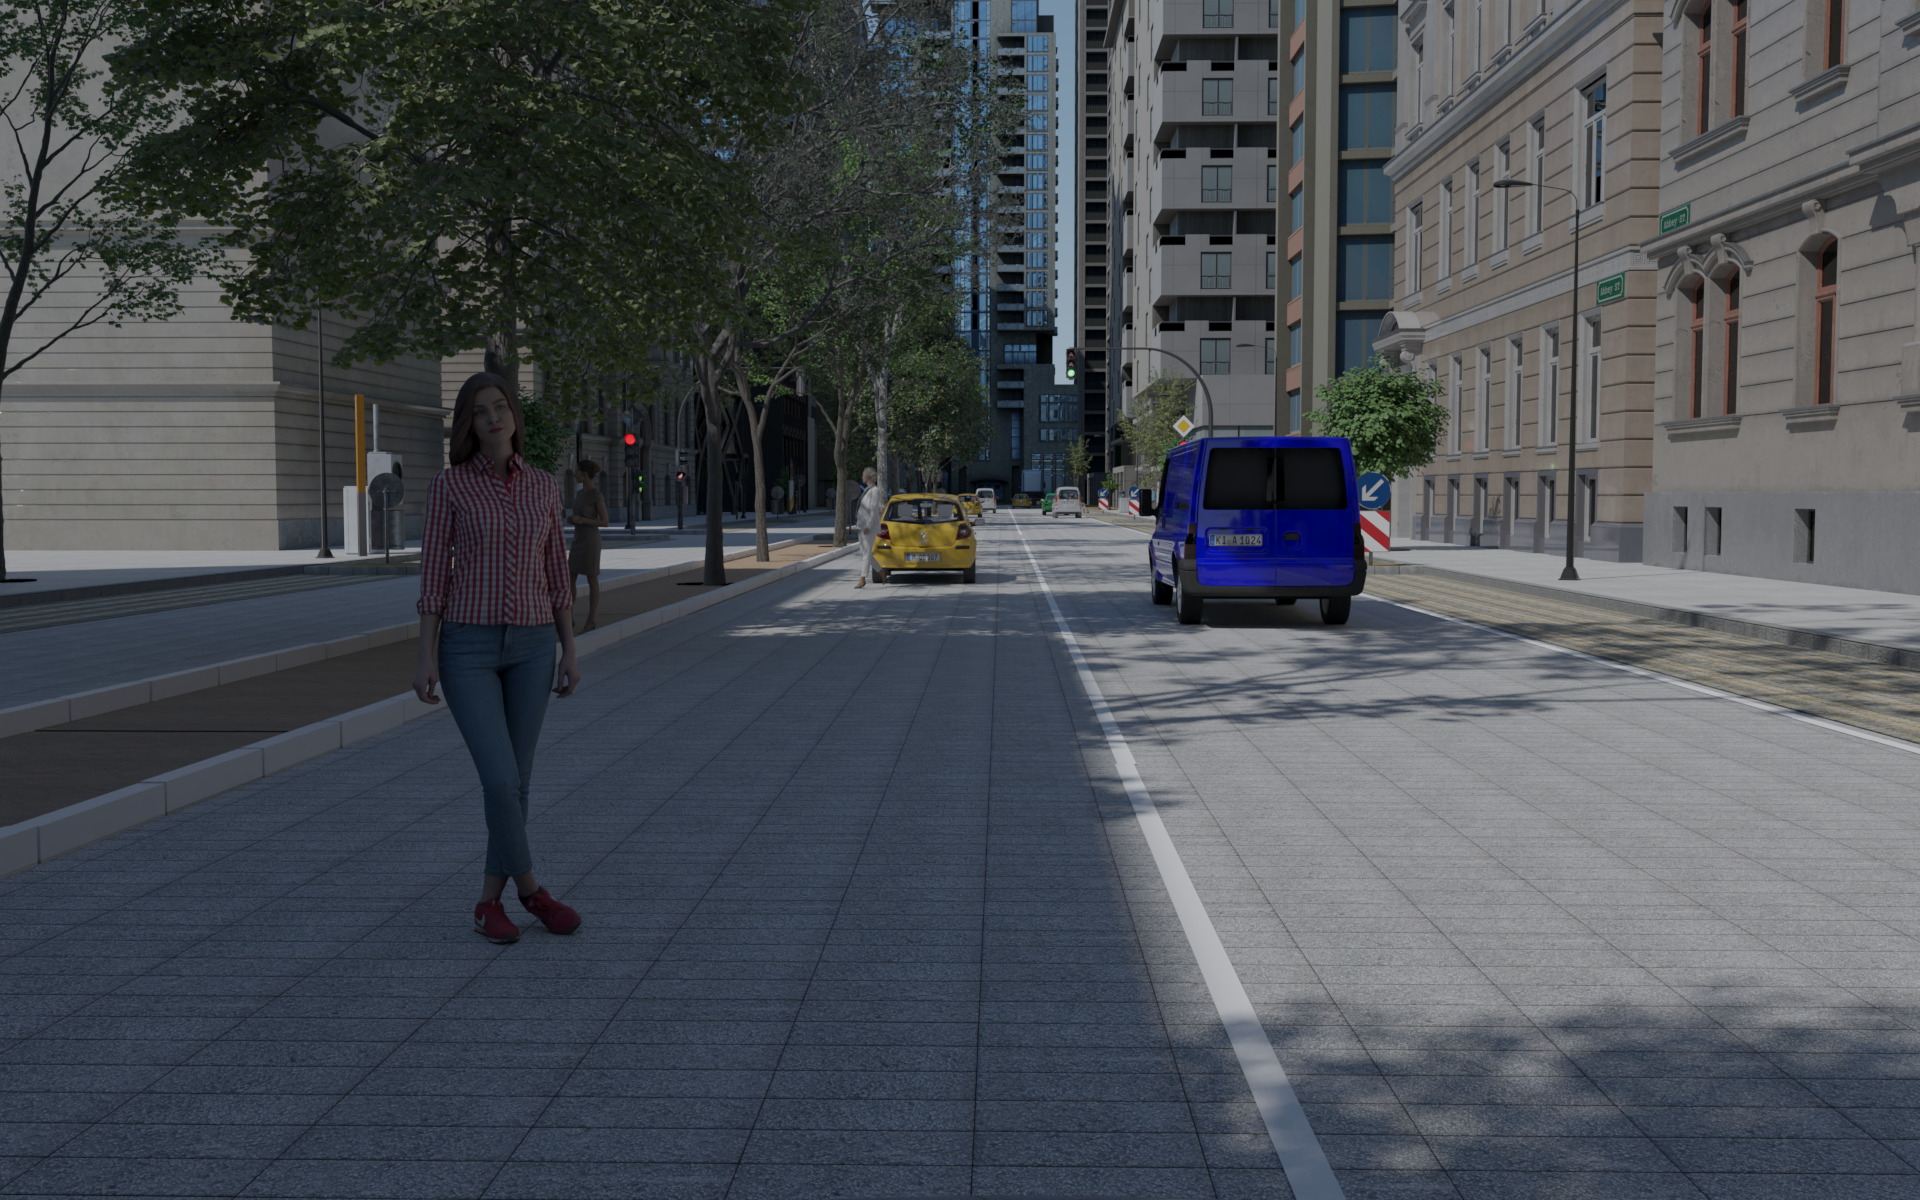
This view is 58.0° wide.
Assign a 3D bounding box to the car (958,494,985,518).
[{"bbox_3d":[0.494,-5.850,105.875,2.015,1.641,3.980,0,4,2],"label":"car"}]

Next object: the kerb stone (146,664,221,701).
[{"bbox_3d":[-5.590,0.600,12.385,0.120,0.150,1.000,0,4,1],"label":"kerb stone"}]

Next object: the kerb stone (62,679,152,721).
[{"bbox_3d":[-5.620,0.663,11.356,0.120,0.150,1.000,0,4,1],"label":"kerb stone"}]

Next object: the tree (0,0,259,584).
[{"bbox_3d":[-13.925,-6.052,24.705,9.928,11.665,9.643,0,3,0],"label":"tree"}]

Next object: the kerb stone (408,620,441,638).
[{"bbox_3d":[-5.465,0.288,17.505,0.120,0.150,1.000,0,4,1],"label":"kerb stone"}]

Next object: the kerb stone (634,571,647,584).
[{"bbox_3d":[-5.213,-0.339,27.752,0.120,0.150,1.000,0,4,1],"label":"kerb stone"}]

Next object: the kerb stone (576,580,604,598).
[{"bbox_3d":[-5.290,-0.149,24.672,0.120,0.150,1.000,0,4,1],"label":"kerb stone"}]

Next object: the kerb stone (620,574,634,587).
[{"bbox_3d":[-5.240,-0.276,26.721,0.120,0.150,1.000,0,4,1],"label":"kerb stone"}]

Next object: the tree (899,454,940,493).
[{"bbox_3d":[-2.029,-9.095,101.524,4.360,8.622,3.978,0,3,0],"label":"tree"}]

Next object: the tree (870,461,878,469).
[{"bbox_3d":[-9.924,-14.490,187.268,4.737,8.622,4.395,0,3,0],"label":"tree"}]

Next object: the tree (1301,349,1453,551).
[{"bbox_3d":[9.441,-3.400,39.303,4.285,4.588,4.351,0,3,0],"label":"tree"}]

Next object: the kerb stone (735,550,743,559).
[{"bbox_3d":[-4.957,-0.964,38.002,0.120,0.150,1.000,0,4,1],"label":"kerb stone"}]

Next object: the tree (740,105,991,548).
[{"bbox_3d":[-3.099,-7.199,45.910,9.928,11.665,9.643,0,3,0],"label":"tree"}]

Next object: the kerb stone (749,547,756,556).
[{"bbox_3d":[-4.909,-1.092,40.057,0.120,0.150,1.000,0,4,1],"label":"kerb stone"}]

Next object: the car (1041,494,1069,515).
[{"bbox_3d":[6.465,-6.646,117.464,1.959,1.807,4.718,0,4,1],"label":"car"}]

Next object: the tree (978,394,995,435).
[{"bbox_3d":[-2.468,-9.195,87.209,8.767,10.594,7.601,0,4,1],"label":"tree"}]

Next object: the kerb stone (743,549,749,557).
[{"bbox_3d":[-4.938,-1.026,39.028,0.120,0.150,1.000,0,4,1],"label":"kerb stone"}]

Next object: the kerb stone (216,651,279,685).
[{"bbox_3d":[-5.563,0.538,13.406,0.120,0.150,1.000,0,4,1],"label":"kerb stone"}]

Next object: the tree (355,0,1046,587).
[{"bbox_3d":[-3.803,-6.952,26.498,12.009,13.543,11.850,0,3,0],"label":"tree"}]

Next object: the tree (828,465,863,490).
[{"bbox_3d":[-10.038,-10.241,151.153,4.285,4.588,4.351,0,3,0],"label":"tree"}]

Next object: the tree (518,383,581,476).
[{"bbox_3d":[-12.708,-4.057,50.052,4.285,4.588,4.351,0,3,0],"label":"tree"}]

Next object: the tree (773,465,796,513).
[{"bbox_3d":[-11.635,-7.395,115.509,1.663,3.219,1.824,0,3,0],"label":"tree"}]

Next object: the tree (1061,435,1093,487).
[{"bbox_3d":[14.381,-16.166,214.670,4.737,8.622,4.395,0,3,0],"label":"tree"}]

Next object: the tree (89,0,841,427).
[{"bbox_3d":[-4.482,-5.879,16.711,7.486,12.596,7.792,0,3,0],"label":"tree"}]

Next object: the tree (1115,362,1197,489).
[{"bbox_3d":[11.076,-8.914,96.109,4.737,8.622,4.395,0,3,0],"label":"tree"}]

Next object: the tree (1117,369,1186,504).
[{"bbox_3d":[11.602,-9.305,102.497,4.360,8.622,3.978,0,3,0],"label":"tree"}]

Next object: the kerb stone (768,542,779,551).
[{"bbox_3d":[-4.809,-1.343,44.153,0.120,0.150,1.000,0,4,1],"label":"kerb stone"}]

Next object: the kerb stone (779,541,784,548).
[{"bbox_3d":[-4.782,-1.405,45.174,0.120,0.150,1.000,0,4,1],"label":"kerb stone"}]

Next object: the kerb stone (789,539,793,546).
[{"bbox_3d":[-4.736,-1.530,47.218,0.120,0.150,1.000,0,4,1],"label":"kerb stone"}]

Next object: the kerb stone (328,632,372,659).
[{"bbox_3d":[-5.511,0.425,15.450,0.120,0.150,1.000,0,4,1],"label":"kerb stone"}]

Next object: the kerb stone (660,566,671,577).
[{"bbox_3d":[-5.171,-0.463,29.800,0.120,0.150,1.000,0,4,1],"label":"kerb stone"}]

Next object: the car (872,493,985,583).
[{"bbox_3d":[-0.579,-1.163,29.244,2.015,1.641,3.980,0,3,0],"label":"car"}]

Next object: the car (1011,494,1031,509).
[{"bbox_3d":[5.926,-9.646,167.928,2.015,1.641,3.980,0,4,2],"label":"car"}]

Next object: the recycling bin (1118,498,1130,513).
[{"bbox_3d":[11.240,-6.477,118.449,0.722,1.027,0.722,0,4,-4],"label":"recycling bin"}]

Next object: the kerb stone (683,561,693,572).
[{"bbox_3d":[-5.113,-0.585,31.847,0.120,0.150,1.000,0,4,1],"label":"kerb stone"}]

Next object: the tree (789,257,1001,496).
[{"bbox_3d":[-2.948,-9.725,78.464,9.611,12.733,9.660,0,3,0],"label":"tree"}]

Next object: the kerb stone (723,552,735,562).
[{"bbox_3d":[-4.991,-0.904,36.981,0.120,0.150,1.000,0,4,1],"label":"kerb stone"}]

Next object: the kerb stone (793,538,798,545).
[{"bbox_3d":[-4.716,-1.593,48.247,0.120,0.150,1.000,0,4,1],"label":"kerb stone"}]

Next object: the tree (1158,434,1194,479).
[{"bbox_3d":[11.804,-6.532,90.514,4.285,4.588,4.351,0,3,0],"label":"tree"}]

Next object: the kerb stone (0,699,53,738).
[{"bbox_3d":[-5.643,0.726,10.330,0.120,0.150,1.000,0,4,1],"label":"kerb stone"}]

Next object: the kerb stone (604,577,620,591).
[{"bbox_3d":[-5.259,-0.214,25.694,0.120,0.150,1.000,0,4,1],"label":"kerb stone"}]

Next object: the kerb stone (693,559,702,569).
[{"bbox_3d":[-5.086,-0.651,32.877,0.120,0.150,1.000,0,4,1],"label":"kerb stone"}]

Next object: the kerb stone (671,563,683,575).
[{"bbox_3d":[-5.132,-0.528,30.823,0.120,0.150,1.000,0,4,1],"label":"kerb stone"}]

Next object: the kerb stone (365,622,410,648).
[{"bbox_3d":[-5.489,0.350,16.473,0.120,0.150,1.000,0,4,1],"label":"kerb stone"}]

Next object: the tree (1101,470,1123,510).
[{"bbox_3d":[12.098,-8.912,140.306,1.663,3.219,1.824,0,3,0],"label":"tree"}]

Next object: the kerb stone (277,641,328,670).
[{"bbox_3d":[-5.538,0.477,14.428,0.120,0.150,1.000,0,4,1],"label":"kerb stone"}]

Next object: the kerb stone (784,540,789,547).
[{"bbox_3d":[-4.760,-1.468,46.196,0.120,0.150,1.000,0,4,1],"label":"kerb stone"}]

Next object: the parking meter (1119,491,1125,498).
[{"bbox_3d":[11.583,-7.062,123.872,0.372,1.533,0.369,0,3,0],"label":"parking meter"}]

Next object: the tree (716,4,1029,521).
[{"bbox_3d":[-4.164,-12.730,66.487,12.611,20.169,13.585,0,3,0],"label":"tree"}]

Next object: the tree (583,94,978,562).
[{"bbox_3d":[-4.116,-6.093,36.485,8.767,10.594,7.601,0,4,1],"label":"tree"}]

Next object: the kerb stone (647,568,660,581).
[{"bbox_3d":[-5.184,-0.403,28.778,0.120,0.150,1.000,0,4,1],"label":"kerb stone"}]

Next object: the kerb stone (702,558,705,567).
[{"bbox_3d":[-5.069,-0.712,33.899,0.120,0.150,1.000,0,4,1],"label":"kerb stone"}]
